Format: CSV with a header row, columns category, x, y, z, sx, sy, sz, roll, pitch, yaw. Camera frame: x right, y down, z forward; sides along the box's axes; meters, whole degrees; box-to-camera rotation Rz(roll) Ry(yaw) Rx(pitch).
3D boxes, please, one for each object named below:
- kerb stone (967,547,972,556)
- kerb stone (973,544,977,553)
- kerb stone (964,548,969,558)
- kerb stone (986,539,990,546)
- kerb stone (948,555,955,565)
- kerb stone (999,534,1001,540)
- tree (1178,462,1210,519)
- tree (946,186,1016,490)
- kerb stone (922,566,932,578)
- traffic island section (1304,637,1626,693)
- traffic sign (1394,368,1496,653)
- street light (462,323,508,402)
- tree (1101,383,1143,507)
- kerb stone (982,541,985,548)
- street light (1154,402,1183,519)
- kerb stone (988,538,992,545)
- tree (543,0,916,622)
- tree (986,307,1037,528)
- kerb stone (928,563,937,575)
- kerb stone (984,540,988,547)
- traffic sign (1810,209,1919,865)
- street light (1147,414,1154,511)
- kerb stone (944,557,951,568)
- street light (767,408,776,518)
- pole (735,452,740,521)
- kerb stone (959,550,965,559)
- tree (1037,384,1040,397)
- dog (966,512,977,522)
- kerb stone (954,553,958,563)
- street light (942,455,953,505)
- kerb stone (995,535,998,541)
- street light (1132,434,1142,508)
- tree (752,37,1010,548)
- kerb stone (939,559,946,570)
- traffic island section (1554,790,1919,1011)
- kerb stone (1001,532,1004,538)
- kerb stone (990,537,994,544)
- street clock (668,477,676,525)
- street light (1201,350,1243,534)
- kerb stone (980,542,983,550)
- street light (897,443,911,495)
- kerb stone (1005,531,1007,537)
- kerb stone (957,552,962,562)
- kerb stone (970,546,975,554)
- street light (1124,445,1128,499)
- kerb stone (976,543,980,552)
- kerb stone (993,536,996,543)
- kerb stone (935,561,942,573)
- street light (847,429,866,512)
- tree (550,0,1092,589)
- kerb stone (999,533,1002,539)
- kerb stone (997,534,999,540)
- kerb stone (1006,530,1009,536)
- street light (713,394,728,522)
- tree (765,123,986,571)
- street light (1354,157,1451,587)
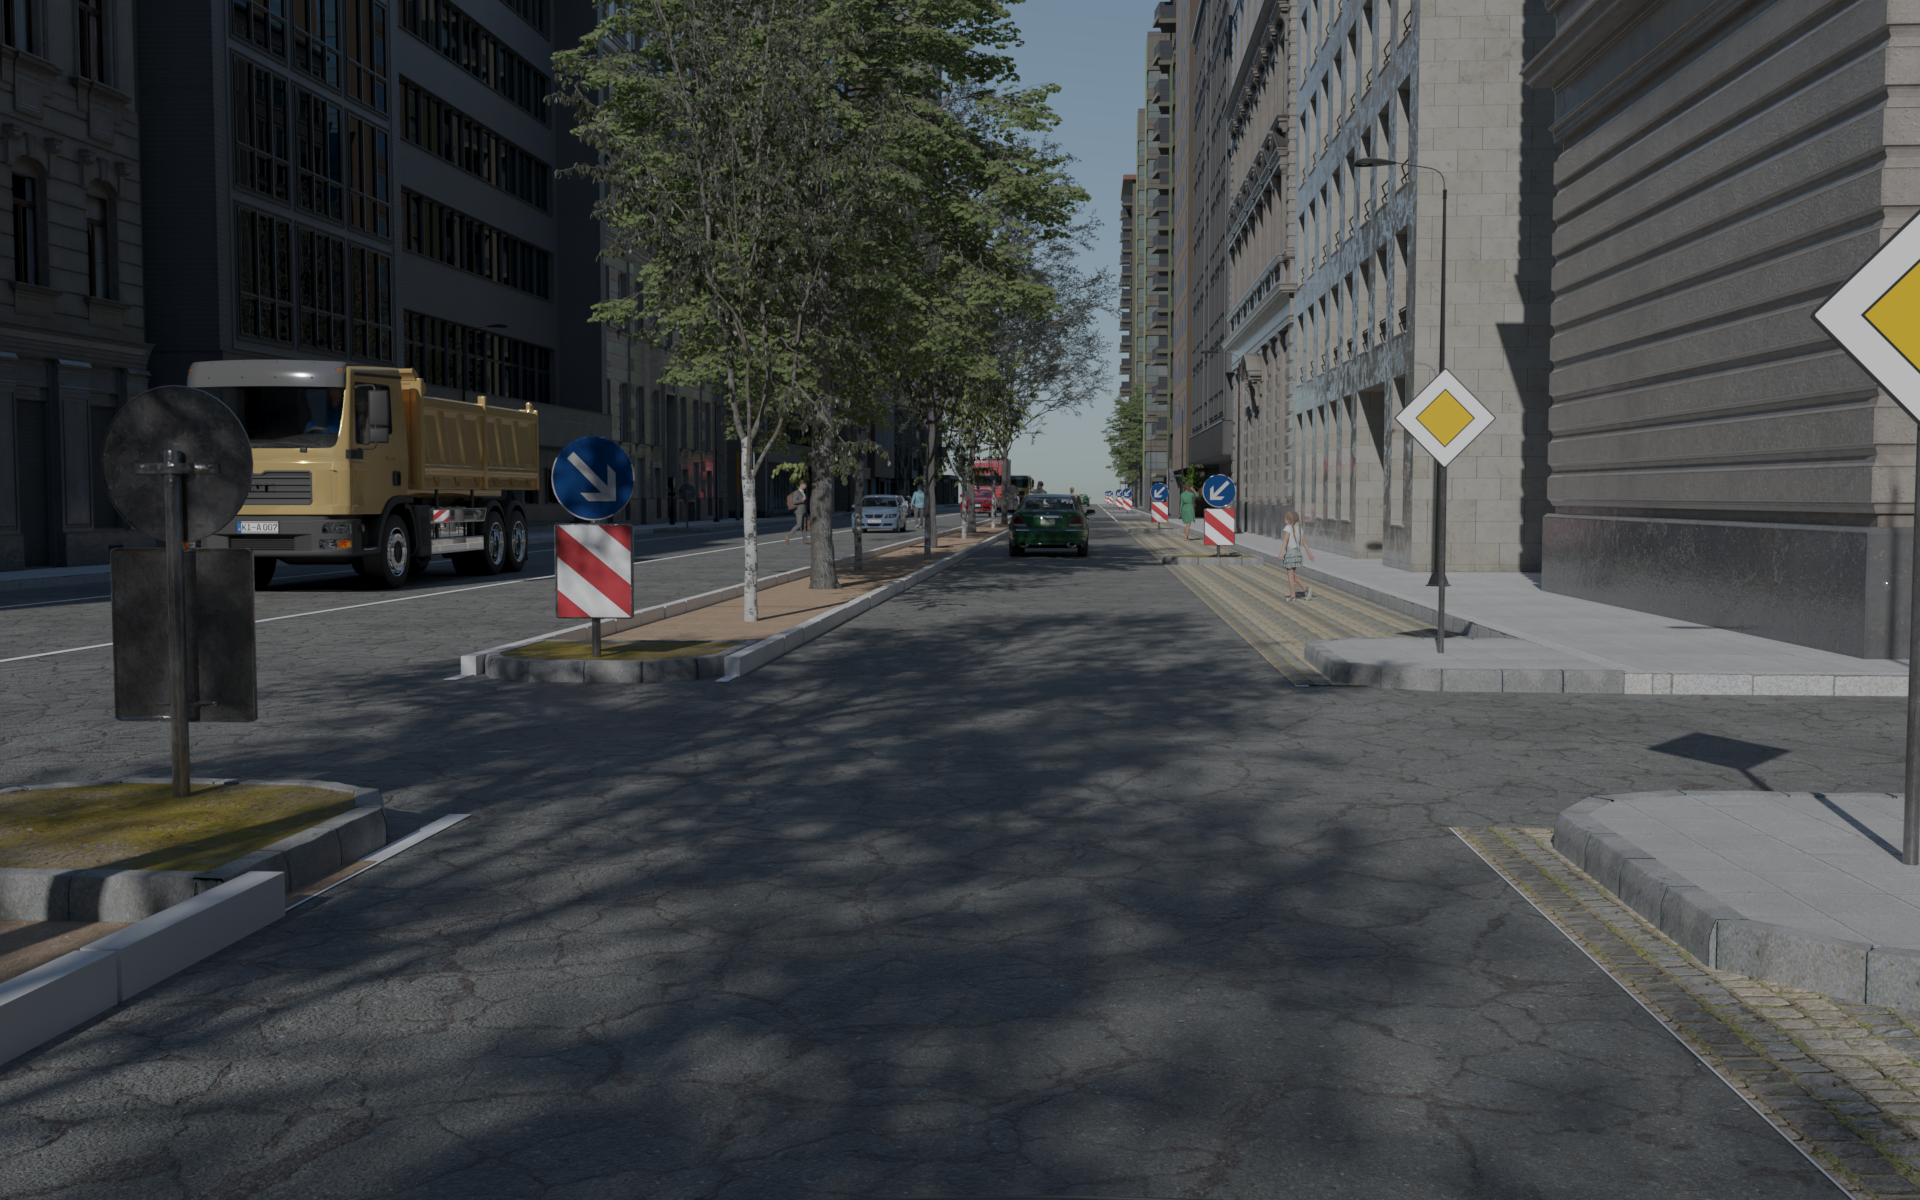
category,x,y,z,sx,sy,sz,roll,pitch,yaw
kerb stone,0.115,-1.067,39.677,0.120,0.150,1.000,0,4,4
kerb stone,0.268,-1.193,41.722,0.120,0.150,1.000,0,4,4
kerb stone,0.046,-1.007,38.655,0.120,0.150,1.000,0,4,4
kerb stone,0.645,-1.507,46.833,0.120,0.150,1.000,0,4,4
kerb stone,-0.255,-0.756,34.562,0.120,0.150,1.000,0,4,4
kerb stone,1.089,-1.883,52.974,0.120,0.150,1.000,0,4,4
tree,12.155,-5.881,90.760,1.663,3.219,1.824,0,3,0
tree,-0.715,-5.190,37.673,4.360,8.622,3.978,0,3,0
kerb stone,-0.623,-0.443,29.438,0.120,0.150,1.000,0,4,4
traffic island section,3.898,0.508,13.980,2.009,0.180,2.903,0,4,4
traffic sign,3.874,-0.628,13.904,0.795,2.450,0.064,0,4,4
street light,-13.006,-4.574,47.332,1.470,5.913,1.316,0,4,4
tree,18.142,-15.753,175.692,7.486,12.596,7.792,0,3,0
kerb stone,0.499,-1.382,44.791,0.120,0.150,1.000,0,4,4
street light,10.709,-7.042,87.673,1.470,5.913,1.316,0,4,4
kerb stone,0.719,-1.564,47.856,0.120,0.150,1.000,0,4,4
tree,-2.340,-4.042,18.906,4.360,8.622,3.978,0,3,0
tree,0.113,-6.266,55.277,4.737,8.622,4.395,0,3,0
kerb stone,-0.554,-0.506,30.471,0.120,0.150,1.000,0,4,4
kerb stone,0.573,-1.444,45.811,0.120,0.150,1.000,0,4,4
traffic sign,3.292,-0.141,5.941,0.795,2.450,0.064,0,4,4
street light,11.618,-7.849,100.880,1.470,5.913,1.316,0,4,4
kerb stone,-0.332,-0.694,33.543,0.120,0.150,1.000,0,4,4
street light,-9.688,-7.293,91.782,1.470,5.913,1.316,0,4,4
pole,-10.732,-5.486,83.545,0.158,3.312,0.155,0,3,0
kerb stone,-0.036,-0.937,37.628,0.120,0.150,1.000,0,4,4
tree,1.368,-7.305,72.248,4.737,8.622,4.395,0,3,0
dog,0.565,-4.274,89.165,0.406,0.507,0.540,3,5,39
kerb stone,-0.180,-0.818,35.589,0.120,0.150,1.000,0,4,4
street light,-1.447,-14.332,206.874,1.470,5.913,1.316,0,4,4
kerb stone,0.944,-1.757,50.929,0.120,0.150,1.000,0,4,4
street light,14.132,-9.828,133.225,1.470,5.913,1.316,0,4,4
tree,-0.787,-8.134,45.820,12.009,13.543,11.850,0,3,0
kerb stone,-0.407,-0.630,32.517,0.120,0.150,1.000,0,4,4
traffic island section,3.316,0.995,6.016,2.009,0.180,2.903,0,4,4
kerb stone,1.236,-2.008,55.023,0.120,0.150,1.000,0,4,4
kerb stone,0.795,-1.628,48.888,0.120,0.150,1.000,0,4,4
street clock,-11.961,-4.121,71.941,0.358,2.002,0.471,0,4,4
street light,8.438,-5.095,55.852,1.470,5.913,1.316,0,4,4
kerb stone,0.417,-1.316,43.773,0.120,0.150,1.000,0,4,4
street light,-5.079,-11.249,156.459,1.470,5.913,1.316,0,4,4
kerb stone,1.393,-2.128,57.063,0.120,0.150,1.000,0,4,4
kerb stone,-0.105,-0.873,36.608,0.120,0.150,1.000,0,4,4
kerb stone,0.190,-1.132,40.703,0.120,0.150,1.000,0,4,4
street light,16.316,-11.775,165.069,1.470,5.913,1.316,0,4,4
kerb stone,0.344,-1.257,42.753,0.120,0.150,1.000,0,4,4
kerb stone,0.867,-1.695,49.910,0.120,0.150,1.000,0,4,4
kerb stone,-0.481,-0.569,31.492,0.120,0.150,1.000,0,4,4
street light,-7.439,-9.280,124.273,1.470,5.913,1.316,0,4,4
tree,-1.980,-6.402,25.249,7.486,12.596,7.792,0,3,0
kerb stone,1.162,-1.942,54.004,0.120,0.150,1.000,0,4,4
kerb stone,1.014,-1.820,51.950,0.120,0.150,1.000,0,4,4
kerb stone,1.463,-2.195,58.089,0.120,0.150,1.000,0,4,4
street light,-10.618,-6.520,79.145,1.470,5.913,1.316,0,4,4
tree,-1.909,-4.848,32.086,4.737,8.622,4.395,0,3,0
street light,6.134,-3.149,24.033,1.470,5.913,1.316,0,4,4
